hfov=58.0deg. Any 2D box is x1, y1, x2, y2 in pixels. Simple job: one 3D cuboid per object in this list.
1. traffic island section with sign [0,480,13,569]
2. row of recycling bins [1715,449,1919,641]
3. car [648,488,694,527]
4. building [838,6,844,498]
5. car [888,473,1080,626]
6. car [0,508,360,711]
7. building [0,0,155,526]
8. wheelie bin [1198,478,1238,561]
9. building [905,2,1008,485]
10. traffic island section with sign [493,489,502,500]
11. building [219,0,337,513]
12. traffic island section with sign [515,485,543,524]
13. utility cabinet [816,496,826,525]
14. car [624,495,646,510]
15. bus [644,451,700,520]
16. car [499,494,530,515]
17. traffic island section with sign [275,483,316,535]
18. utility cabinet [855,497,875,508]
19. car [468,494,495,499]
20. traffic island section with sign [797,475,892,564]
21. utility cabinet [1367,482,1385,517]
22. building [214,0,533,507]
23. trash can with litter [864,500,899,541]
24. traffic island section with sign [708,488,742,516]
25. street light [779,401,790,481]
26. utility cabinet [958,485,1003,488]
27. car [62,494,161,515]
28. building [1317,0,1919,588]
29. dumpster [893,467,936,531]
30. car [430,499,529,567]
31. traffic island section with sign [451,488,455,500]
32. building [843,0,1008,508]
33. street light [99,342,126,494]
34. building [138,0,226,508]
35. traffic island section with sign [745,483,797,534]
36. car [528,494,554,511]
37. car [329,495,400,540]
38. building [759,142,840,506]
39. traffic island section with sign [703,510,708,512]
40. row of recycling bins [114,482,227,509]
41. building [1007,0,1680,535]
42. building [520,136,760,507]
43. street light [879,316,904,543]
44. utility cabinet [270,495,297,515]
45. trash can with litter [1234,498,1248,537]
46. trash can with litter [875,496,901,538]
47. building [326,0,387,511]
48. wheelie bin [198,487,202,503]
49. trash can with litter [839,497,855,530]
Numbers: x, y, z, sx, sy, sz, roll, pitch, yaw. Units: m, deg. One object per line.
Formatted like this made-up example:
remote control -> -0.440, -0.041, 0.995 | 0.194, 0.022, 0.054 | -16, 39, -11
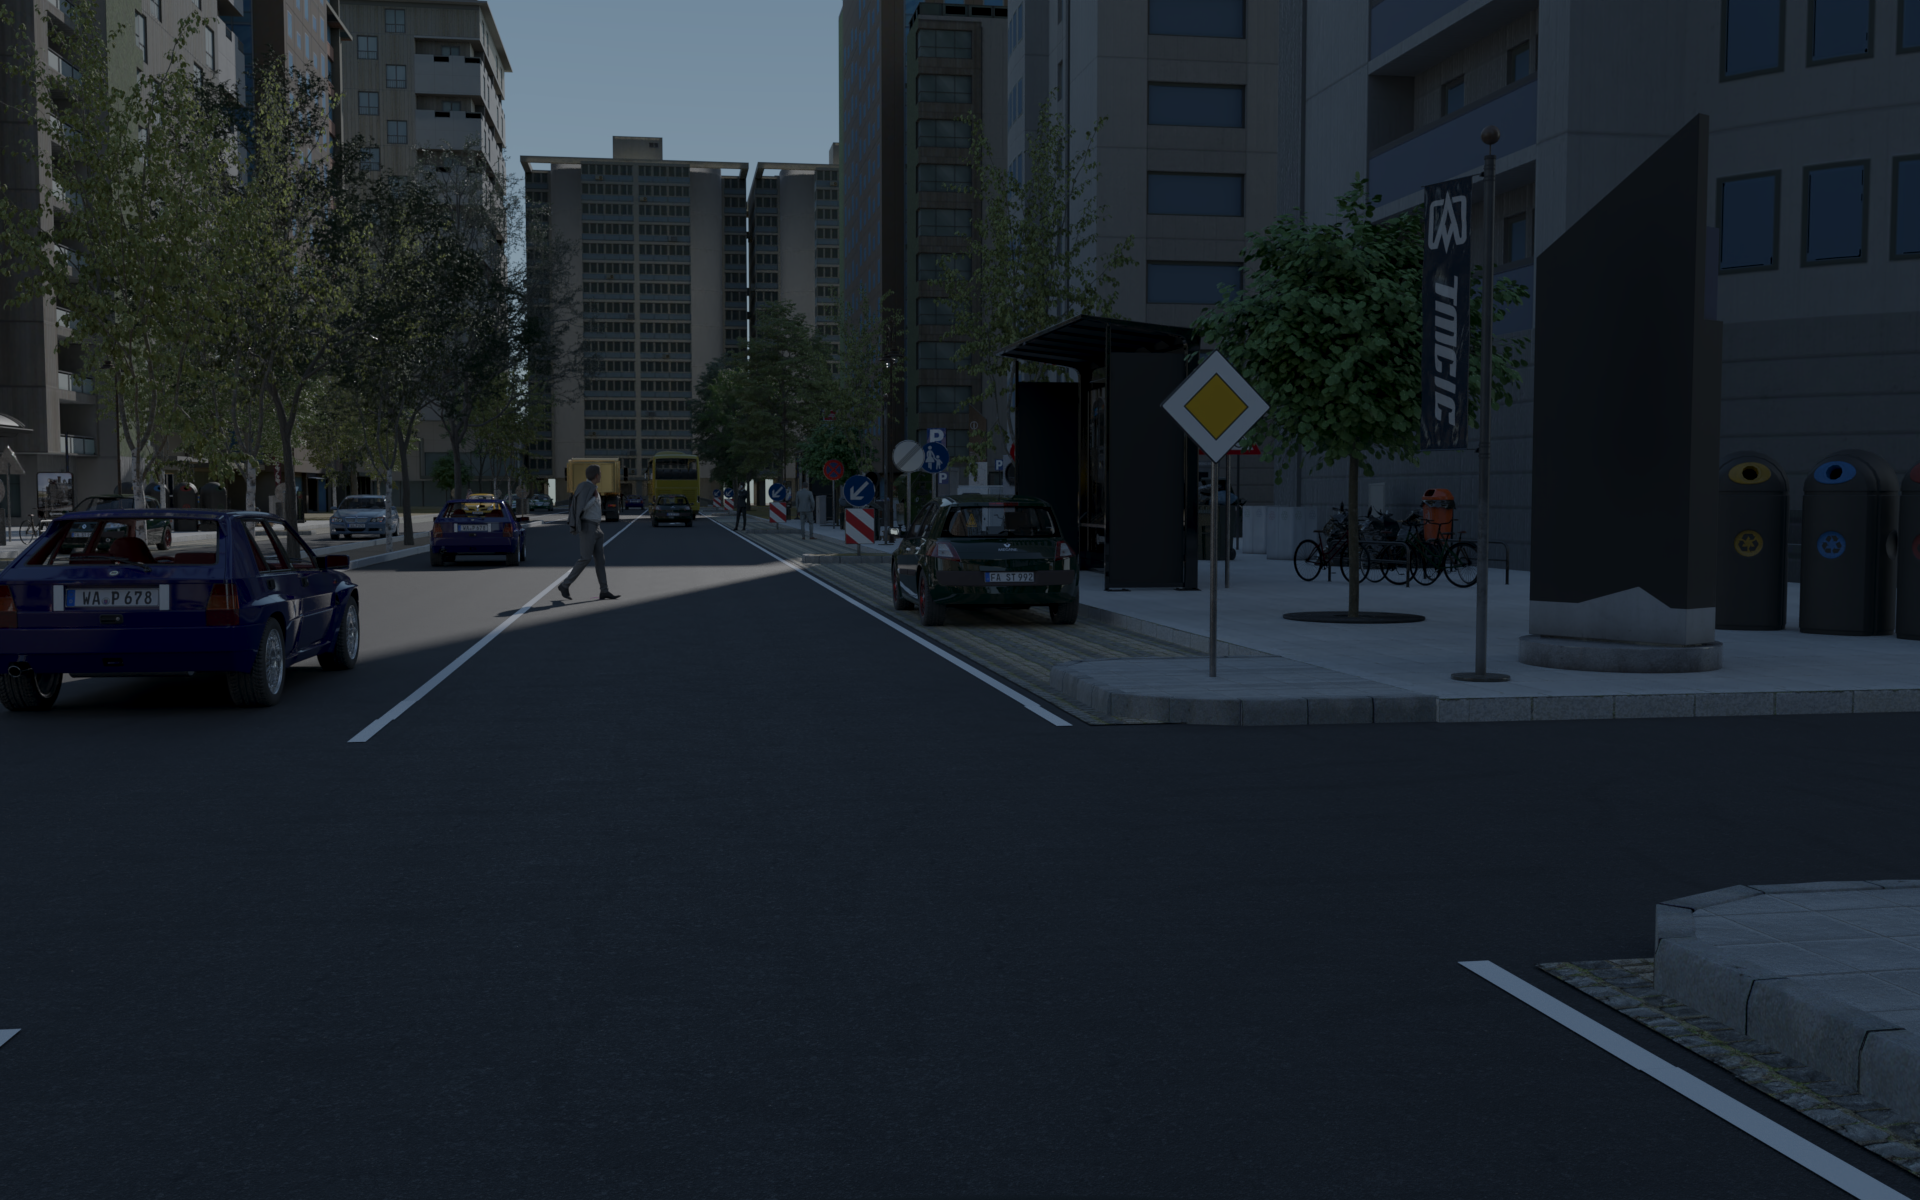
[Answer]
traffic island section with sign -> -19.043, -1.529, 33.621 | 1.989, 1.847, 2.006 | -1, 4, -10
row of recycling bins -> 8.418, -0.520, 15.614 | 1.069, 1.692, 3.534 | -3, 5, -41
car -> -12.741, -4.082, 76.532 | 2.009, 1.686, 4.222 | -1, 4, -11
building -> -3.521, -28.450, 148.758 | 14.154, 41.232, 14.086 | -1, 4, -10
car -> 0.214, -0.635, 20.174 | 2.009, 1.686, 4.222 | -1, 4, -8
car -> -5.653, -0.019, 12.883 | 1.945, 1.354, 3.894 | 0, 4, -8
building -> -42.318, -23.608, 69.583 | 14.154, 41.232, 14.086 | -1, 4, -10
wheelie bin -> 4.954, -1.569, 33.563 | 0.980, 1.594, 0.693 | 3, 5, 43
building -> 3.411, -20.509, 107.027 | 14.160, 30.474, 14.107 | -1, 4, -10
traffic island section with sign -> -36.379, -7.812, 136.355 | 1.989, 1.847, 2.006 | -1, 4, -10
building -> -50.188, -28.401, 114.468 | 14.600, 45.320, 14.200 | -1, 4, -10
traffic island section with sign -> -21.311, -4.648, 84.139 | 2.006, 1.907, 1.989 | -1, 4, -10
utility cabinet -> -5.871, -3.791, 73.146 | 0.306, 1.237, 1.020 | -1, 4, -13
car -> -29.805, -8.941, 158.766 | 1.945, 1.354, 3.894 | -1, 4, -9
bus -> -16.527, -6.598, 99.431 | 2.896, 3.916, 12.252 | -1, 4, -12
car -> -31.357, -6.741, 122.010 | 2.131, 1.459, 4.920 | -1, 4, -11
traffic island section with sign -> -23.539, -3.157, 60.250 | 1.989, 1.847, 2.006 | -1, 4, -10
utility cabinet -> -4.689, -4.663, 84.911 | 0.318, 1.500, 1.173 | -3, 5, -44
car -> -25.372, -4.991, 91.822 | 2.015, 1.641, 3.980 | -1, 4, -10
traffic island section with sign -> -2.306, -1.700, 36.427 | 1.989, 1.847, 2.006 | -1, 4, -10
utility cabinet -> 7.994, -1.507, 33.311 | 0.318, 1.500, 1.173 | 1, 4, 13
building -> -60.450, -36.409, 184.525 | 27.495, 52.752, 28.713 | -1, 4, -10
trash can with litter -> -2.179, -2.213, 47.576 | 1.055, 1.170, 0.624 | 1, 4, 20
traffic island section with sign -> -15.148, -6.354, 112.511 | 1.989, 1.847, 2.006 | -1, 4, -10
street light -> -8.705, -6.933, 86.135 | 0.468, 5.910, 1.993 | -1, 4, -10
utility cabinet -> 0.535, -2.172, 44.195 | 1.173, 1.500, 0.318 | 0, 4, 1
car -> -20.747, -1.999, 42.464 | 2.009, 1.686, 4.222 | 0, 4, -8
building -> 22.649, -30.014, 32.723 | 28.212, 58.520, 21.231 | -1, 4, -10
dumpster -> -1.303, -3.127, 53.627 | 1.502, 2.255, 1.985 | -1, 4, -9
car -> -9.903, -1.416, 35.725 | 1.945, 1.354, 3.894 | -1, 4, -11
traffic island section with sign -> -31.897, -6.186, 109.774 | 1.989, 1.847, 2.006 | -1, 4, -10
building -> -1.452, -29.626, 134.491 | 14.600, 45.320, 14.200 | -1, 4, -10
street light -> -24.095, -4.696, 49.571 | 0.468, 5.910, 1.993 | -1, 4, -10
building -> -54.718, -30.755, 92.076 | 28.713, 52.752, 27.495 | -1, 4, -10
traffic island section with sign -> -6.791, -3.326, 63.008 | 1.989, 1.847, 2.006 | -1, 4, -10
car -> -35.117, -8.156, 145.155 | 2.131, 1.459, 4.920 | -1, 4, -10
car -> -19.225, -2.693, 56.040 | 2.014, 1.417, 4.499 | -1, 4, -11
building -> -11.596, -30.728, 194.291 | 23.993, 40.220, 32.217 | -1, 4, -10
traffic island section with sign -> -19.650, -7.979, 139.089 | 1.989, 1.847, 2.006 | -1, 4, -10
row of recycling bins -> -26.869, -3.171, 58.967 | 3.534, 1.692, 1.069 | -3, 4, -37
building -> 12.629, -32.472, 72.911 | 21.231, 58.520, 28.212 | -1, 4, -10
building -> -35.345, -30.517, 190.840 | 23.993, 40.220, 32.217 | -1, 4, -10
street light -> -1.791, -4.428, 45.180 | 0.468, 5.910, 1.993 | -1, 4, -10
utility cabinet -> -30.359, -4.086, 77.974 | 1.020, 1.237, 0.306 | 0, 4, 3
trash can with litter -> 8.023, -2.428, 51.085 | 0.624, 1.170, 1.055 | -2, 4, -26
trash can with litter -> -1.815, -2.401, 50.311 | 2.233, 1.210, 1.678 | -1, 4, -20
building -> -61.677, -29.383, 135.030 | 28.867, 44.769, 22.147 | -1, 4, -10
wheelie bin -> -33.529, -4.241, 77.246 | 0.980, 1.594, 0.693 | -2, 4, -29
trash can with litter -> -3.992, -3.102, 62.101 | 0.624, 1.170, 1.055 | -1, 4, -14
